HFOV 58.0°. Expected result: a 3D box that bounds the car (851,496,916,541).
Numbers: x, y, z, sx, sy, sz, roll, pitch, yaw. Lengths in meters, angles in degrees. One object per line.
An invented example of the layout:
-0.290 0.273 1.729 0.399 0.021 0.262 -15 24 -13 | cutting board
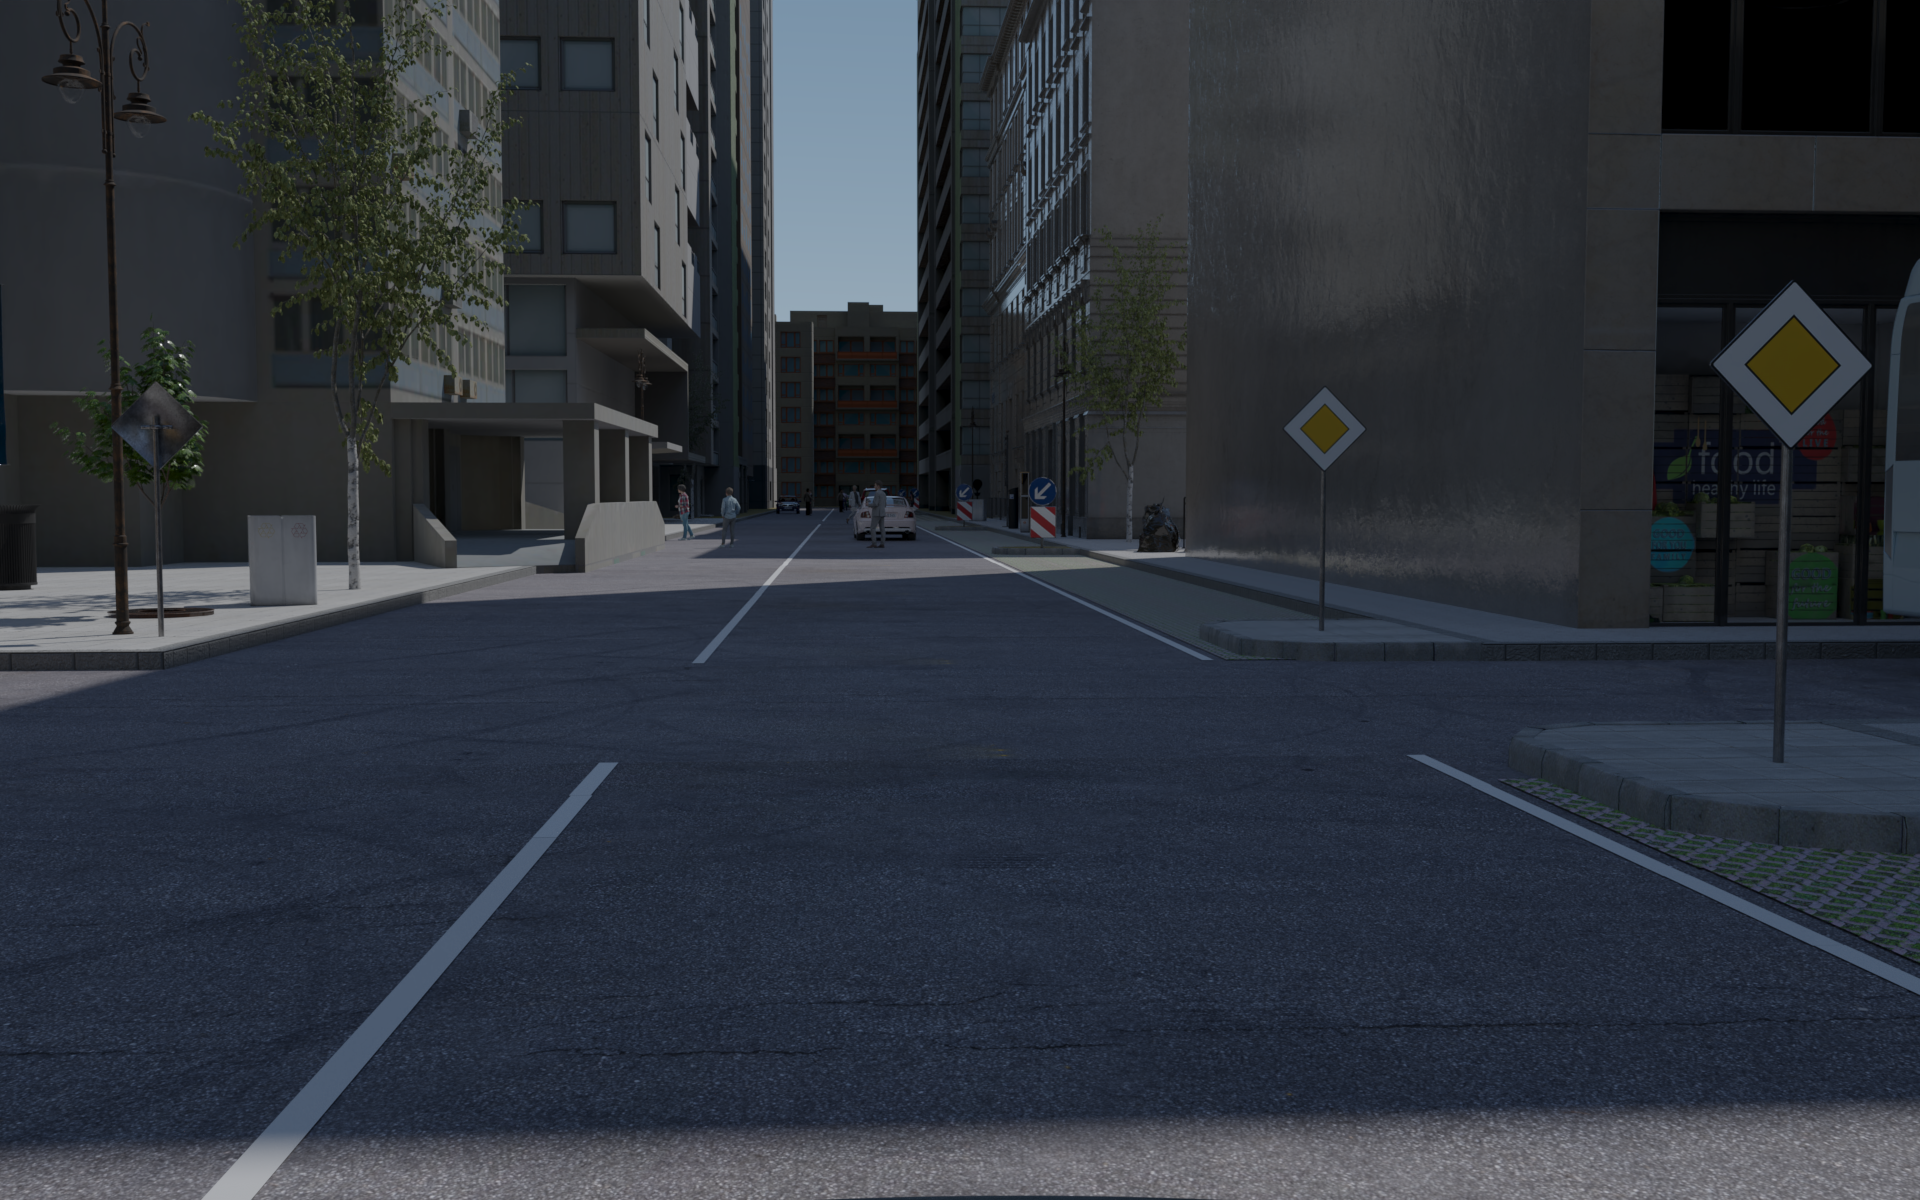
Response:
-2.403 -2.597 54.821 2.083 1.381 4.827 0 4 -5 | car

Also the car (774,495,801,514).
-12.526 -6.944 126.110 1.945 1.354 3.894 0 4 -6 | car

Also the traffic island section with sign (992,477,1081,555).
1.782 -2.004 41.394 1.989 1.847 2.006 0 4 -4 | traffic island section with sign

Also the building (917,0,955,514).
7.601 -31.701 142.014 21.300 48.544 21.600 0 4 -4 | building

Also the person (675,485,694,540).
-8.497 -2.703 53.527 0.643 1.720 0.563 -1 4 -19 | person

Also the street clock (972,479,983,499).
0.831 -4.821 83.387 0.471 2.002 0.358 -1 4 -12 | street clock

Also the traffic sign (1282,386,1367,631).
3.390 -0.767 16.188 0.795 2.450 0.064 0 4 -4 | traffic sign

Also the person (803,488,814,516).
-10.146 -6.564 115.835 0.705 1.823 1.348 -2 4 -35 | person

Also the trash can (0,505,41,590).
-12.736 -0.708 23.235 0.748 1.137 0.748 0 3 0 | trash can

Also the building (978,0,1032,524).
7.941 -17.233 79.031 12.463 27.353 25.104 0 4 -4 | building

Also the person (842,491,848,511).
-9.939 -8.497 148.363 0.756 1.711 0.436 0 4 -4 | person

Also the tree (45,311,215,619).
-8.442 -1.454 18.367 1.663 3.219 1.824 0 3 0 | tree

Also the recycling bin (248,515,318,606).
-7.900 -0.467 20.188 0.722 1.027 0.722 -1 4 -23 | recycling bin

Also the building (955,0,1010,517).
6.615 -25.562 101.539 14.154 41.232 14.086 0 4 -4 | building

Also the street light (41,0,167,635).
-7.664 -2.623 15.680 0.468 5.910 1.993 0 4 -4 | street light

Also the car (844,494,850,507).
-10.225 -9.205 162.292 2.131 1.459 4.920 0 4 -5 | car

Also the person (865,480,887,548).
-2.241 -2.290 46.134 0.583 1.804 0.606 1 4 19 | person

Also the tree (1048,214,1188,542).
4.474 -5.855 46.099 4.737 8.622 4.395 0 3 0 | tree

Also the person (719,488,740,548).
-6.181 -2.209 46.422 0.589 1.601 0.330 -2 4 -26 | person

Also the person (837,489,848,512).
-9.278 -7.773 135.591 0.705 1.823 1.348 2 4 32 | person

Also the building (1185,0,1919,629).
22.221 -13.568 26.357 34.151 26.468 19.350 0 4 -4 | building

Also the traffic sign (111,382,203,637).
-7.183 -0.726 15.520 0.795 2.450 0.064 0 4 -4 | traffic sign

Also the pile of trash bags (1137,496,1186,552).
5.145 -1.822 39.543 1.912 1.369 3.447 1 4 16 | pile of trash bags

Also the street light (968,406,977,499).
0.660 -7.226 90.929 0.468 5.910 1.993 0 4 -4 | street light

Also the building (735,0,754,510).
-23.174 -29.444 131.514 14.600 45.320 14.200 0 4 -4 | building

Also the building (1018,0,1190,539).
7.668 -12.744 57.515 9.793 20.994 18.267 0 4 -4 | building

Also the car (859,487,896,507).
-4.887 -5.664 101.280 2.281 1.827 5.304 0 4 -2 | car

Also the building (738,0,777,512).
-27.354 -43.821 154.717 20.611 71.187 20.563 0 4 -4 | building

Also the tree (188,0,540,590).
-7.948 -4.454 23.190 4.737 8.622 4.395 0 3 0 | tree

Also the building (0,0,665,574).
-23.340 -21.055 36.127 32.217 40.220 23.993 0 4 -4 | building

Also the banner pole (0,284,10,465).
-10.225 -1.705 17.889 0.401 3.779 0.863 2 4 27 | banner pole

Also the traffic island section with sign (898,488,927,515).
-3.235 -6.691 118.023 1.989 1.847 2.006 0 4 -4 | traffic island section with sign

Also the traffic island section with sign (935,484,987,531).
0.011 -3.649 68.291 1.989 1.847 2.006 0 4 -4 | traffic island section with sign

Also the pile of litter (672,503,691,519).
-14.252 -4.591 89.027 1.176 0.858 1.719 1 4 16 | pile of litter

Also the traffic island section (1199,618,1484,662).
3.413 0.368 16.267 2.009 0.180 2.903 0 4 -4 | traffic island section

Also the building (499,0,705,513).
-24.959 -29.367 69.391 28.713 52.752 27.495 0 4 -4 | building

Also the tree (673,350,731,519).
-13.811 -8.393 87.593 4.360 8.622 3.978 0 3 0 | tree

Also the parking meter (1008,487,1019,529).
1.975 -3.399 63.981 0.372 1.533 0.369 0 3 0 | parking meter

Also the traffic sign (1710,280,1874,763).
3.911 -0.280 8.220 0.795 2.450 0.064 0 4 -4 | traffic sign

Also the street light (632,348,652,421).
-10.113 -5.040 55.184 0.468 5.910 1.993 0 4 -4 | street light

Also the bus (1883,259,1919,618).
14.007 -1.109 12.996 13.247 3.499 2.948 0 4 -5 | bus

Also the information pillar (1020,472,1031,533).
2.177 -3.251 57.641 0.304 2.012 0.304 1 4 12 | information pillar

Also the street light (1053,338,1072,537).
3.086 -4.810 51.423 0.468 5.910 1.993 0 4 -4 | street light

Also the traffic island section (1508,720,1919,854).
3.934 0.855 8.299 2.009 0.180 2.903 0 4 -4 | traffic island section

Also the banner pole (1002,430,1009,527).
1.795 -4.712 67.065 0.401 3.779 0.863 1 4 12 | banner pole

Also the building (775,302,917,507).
-10.168 -20.966 187.830 28.899 21.520 27.650 0 4 -4 | building

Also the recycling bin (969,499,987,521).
0.846 -4.248 82.005 0.722 1.027 0.722 1 4 13 | recycling bin

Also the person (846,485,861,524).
-4.993 -4.469 81.450 0.818 1.842 0.514 3 4 37 | person

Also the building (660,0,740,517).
-19.929 -25.258 96.566 14.154 41.232 14.086 0 4 -4 | building

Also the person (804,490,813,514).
-10.976 -7.084 125.119 0.742 1.727 0.445 1 4 20 | person

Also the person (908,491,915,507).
-3.130 -6.214 111.572 0.415 1.643 0.593 -1 4 -19 | person
